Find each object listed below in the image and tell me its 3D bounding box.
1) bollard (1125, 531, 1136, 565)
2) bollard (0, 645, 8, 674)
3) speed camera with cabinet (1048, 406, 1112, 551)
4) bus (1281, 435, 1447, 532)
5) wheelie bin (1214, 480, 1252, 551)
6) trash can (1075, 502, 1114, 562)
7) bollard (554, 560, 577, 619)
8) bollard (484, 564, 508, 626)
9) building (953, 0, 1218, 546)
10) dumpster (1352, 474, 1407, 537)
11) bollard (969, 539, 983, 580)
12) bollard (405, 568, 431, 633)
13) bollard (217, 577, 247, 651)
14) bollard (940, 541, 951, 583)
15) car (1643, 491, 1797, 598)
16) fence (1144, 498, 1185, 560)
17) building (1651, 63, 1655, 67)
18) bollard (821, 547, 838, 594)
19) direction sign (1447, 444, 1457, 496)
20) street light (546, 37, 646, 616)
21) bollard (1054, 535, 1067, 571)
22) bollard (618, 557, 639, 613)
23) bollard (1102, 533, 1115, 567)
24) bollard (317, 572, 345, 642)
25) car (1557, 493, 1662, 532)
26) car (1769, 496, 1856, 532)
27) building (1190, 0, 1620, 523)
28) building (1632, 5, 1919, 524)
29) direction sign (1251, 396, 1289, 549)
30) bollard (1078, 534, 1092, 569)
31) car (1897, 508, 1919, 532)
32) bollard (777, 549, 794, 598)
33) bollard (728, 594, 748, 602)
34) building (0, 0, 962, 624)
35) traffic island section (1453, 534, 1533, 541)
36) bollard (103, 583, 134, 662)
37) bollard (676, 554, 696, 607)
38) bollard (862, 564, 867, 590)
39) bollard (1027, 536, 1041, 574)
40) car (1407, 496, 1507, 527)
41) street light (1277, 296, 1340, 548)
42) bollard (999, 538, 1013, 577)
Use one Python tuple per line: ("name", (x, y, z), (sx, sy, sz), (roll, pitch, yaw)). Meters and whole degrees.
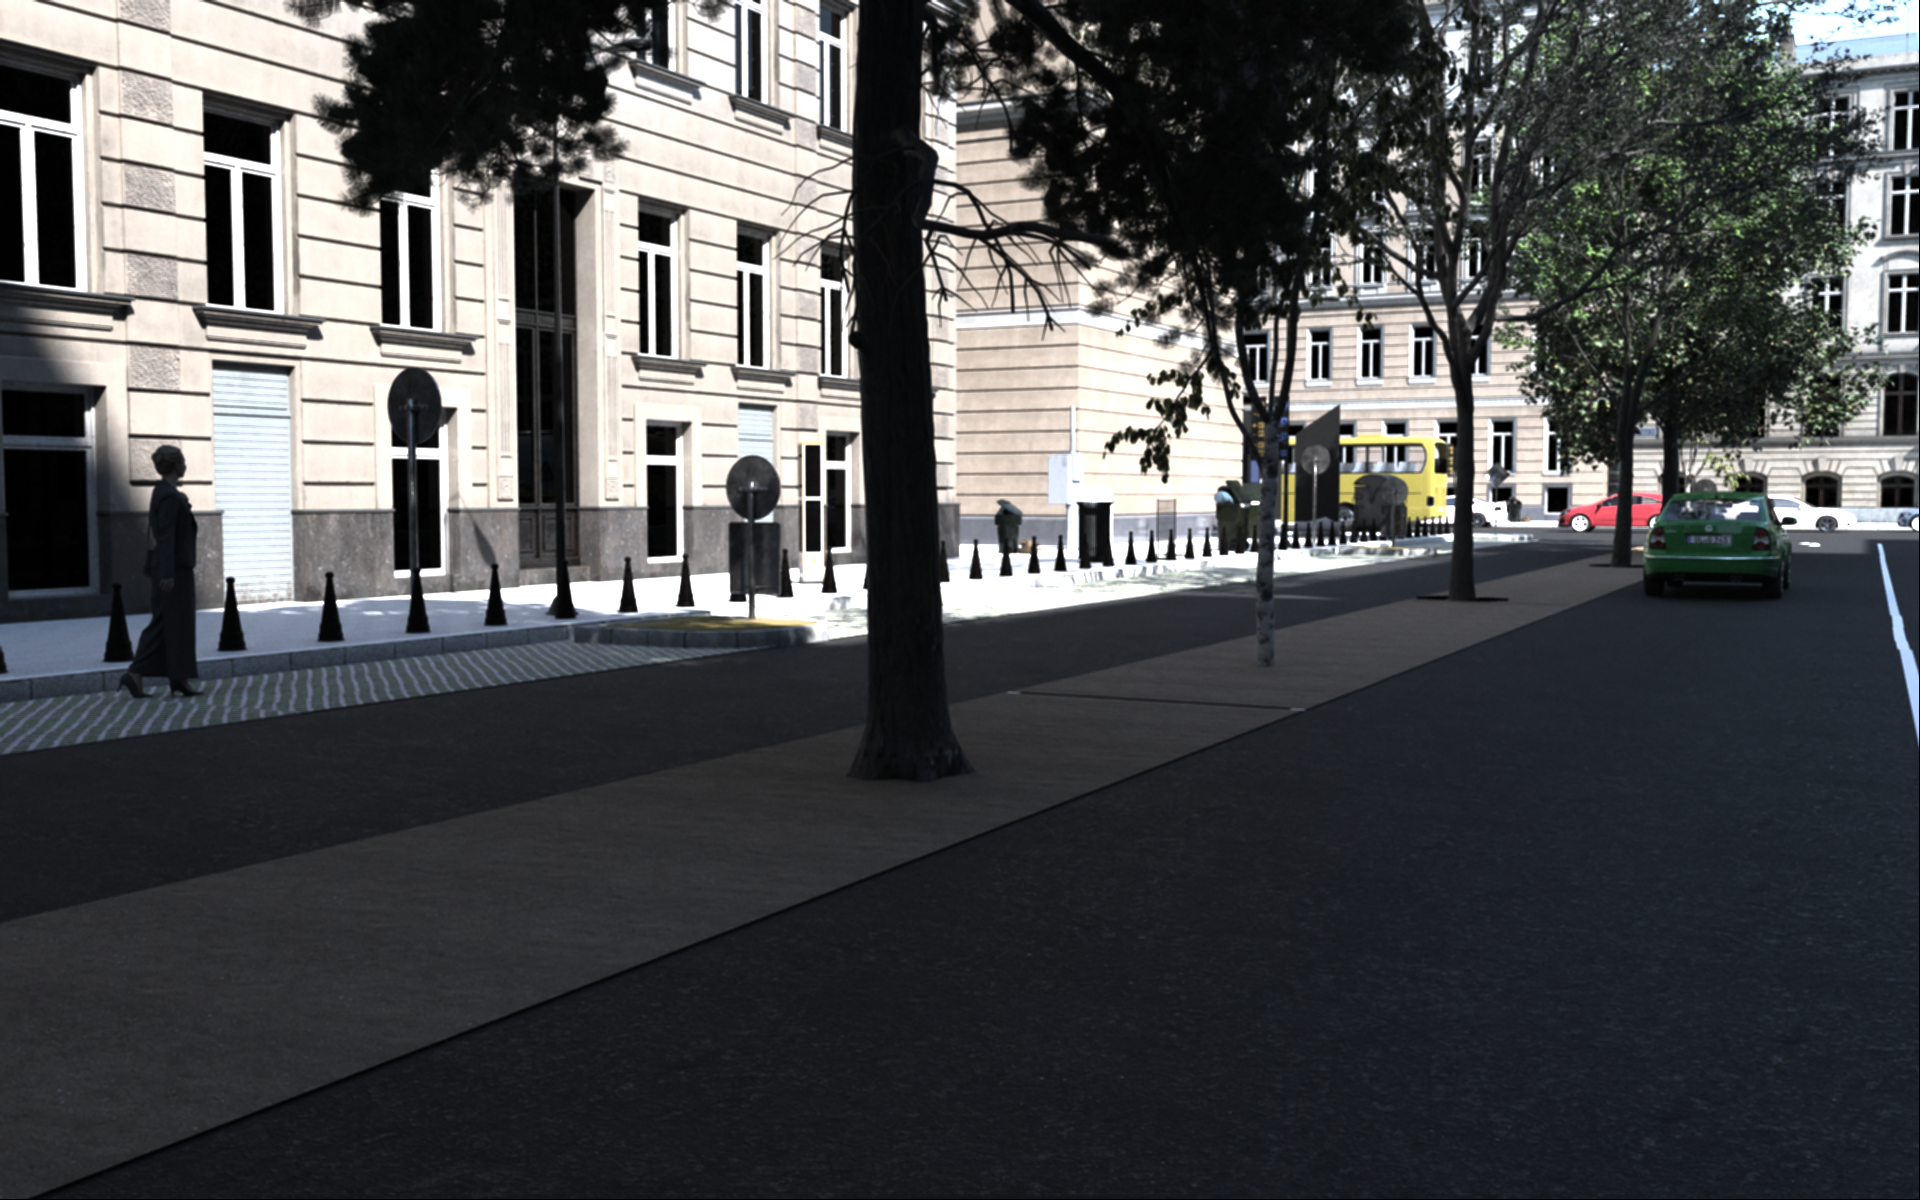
("bollard", (3.116, -0.950, 31.582), (0.229, 0.601, 0.229), (0, 3, 0))
("bollard", (-6.945, 0.224, 12.386), (0.229, 0.601, 0.229), (0, 3, 0))
("speed camera with cabinet", (2.766, -2.774, 39.685), (0.660, 3.252, 2.038), (2, 4, 34))
("bus", (12.672, -4.678, 68.039), (12.252, 3.916, 2.896), (2, 4, 27))
("wheelie bin", (6.151, -1.915, 39.217), (0.693, 1.594, 0.980), (2, 4, 33))
("trash can", (2.544, -1.291, 32.764), (0.748, 1.137, 0.748), (0, 3, 0))
("bollard", (-4.074, -0.112, 17.866), (0.229, 0.601, 0.229), (0, 3, 0))
("bollard", (-4.550, -0.056, 16.957), (0.229, 0.601, 0.229), (0, 3, 0))
("building", (-2.688, -16.252, 51.628), (20.117, 28.700, 13.634), (2, 4, 28))
("dumpster", (12.400, -2.781, 51.230), (1.264, 1.857, 1.865), (2, 4, 27))
("bollard", (0.239, -0.615, 26.093), (0.229, 0.601, 0.229), (0, 3, 0))
("bollard", (-5.026, 0.000, 16.047), (0.229, 0.601, 0.229), (0, 3, 0))
("bollard", (-5.985, 0.111, 14.225), (0.229, 0.601, 0.229), (0, 3, 0))
("bollard", (-0.245, -0.558, 25.164), (0.229, 0.601, 0.229), (0, 3, 0))
("car", (11.151, -1.013, 25.365), (1.959, 1.807, 4.718), (2, 4, 28))
("fence", (4.148, -1.442, 34.775), (0.480, 1.192, 2.264), (1, 4, 16))
("building", (64.060, -31.903, 171.732), (14.600, 45.320, 14.200), (2, 4, 28))
("bollard", (-1.692, -0.390, 22.416), (0.229, 0.601, 0.229), (0, 3, 0))
("direction sign", (22.322, -5.272, 78.194), (0.876, 3.537, 0.379), (-2, 4, -30))
("street light", (-3.764, -2.782, 18.024), (1.470, 5.913, 1.316), (2, 4, 28))
("bollard", (1.672, -0.782, 28.821), (0.229, 0.601, 0.229), (0, 3, 0))
("bollard", (-3.597, -0.167, 18.777), (0.229, 0.601, 0.229), (0, 3, 0))
("bollard", (2.629, -0.893, 30.649), (0.229, 0.601, 0.229), (0, 3, 0))
("bollard", (-5.504, 0.055, 15.138), (0.229, 0.601, 0.229), (0, 3, 0))
("car", (24.830, -3.430, 65.126), (4.494, 1.783, 2.155), (2, 4, 28))
("car", (31.530, -3.292, 66.181), (4.827, 1.381, 2.083), (2, 4, 28))
("building", (23.973, -18.536, 88.966), (20.117, 28.700, 13.634), (2, 4, 28))
("building", (48.185, -15.728, 76.244), (34.723, 24.649, 14.460), (2, 4, 28))
("direction sign", (7.189, -2.950, 40.226), (0.876, 3.537, 0.379), (1, 4, 21))
("bollard", (2.148, -0.838, 29.741), (0.229, 0.601, 0.229), (0, 3, 0))
("car", (38.133, -3.288, 65.758), (4.499, 1.417, 2.014), (2, 4, 28))
("bollard", (-2.169, -0.334, 21.507), (0.229, 0.601, 0.229), (0, 3, 0))
("bollard", (-2.640, -0.278, 20.594), (0.229, 0.601, 0.229), (0, 3, 0))
("building", (-10.615, -14.002, 26.189), (12.463, 27.353, 25.104), (2, 4, 28))
("traffic island section", (16.746, -1.955, 54.237), (2.009, 0.180, 2.903), (2, 4, 28))
("bollard", (-6.467, 0.168, 13.303), (0.229, 0.601, 0.229), (0, 3, 0))
("bollard", (-3.119, -0.223, 19.686), (0.229, 0.601, 0.229), (0, 3, 0))
("bollard", (-1.207, -0.446, 23.340), (0.229, 0.601, 0.229), (0, 3, 0))
("bollard", (1.194, -0.726, 27.912), (0.229, 0.601, 0.229), (0, 3, 0))
("car", (21.487, -3.892, 76.000), (4.827, 1.381, 2.083), (2, 4, 26))
("street light", (8.258, -4.187, 40.995), (1.470, 5.913, 1.316), (2, 4, 28))
("bollard", (0.720, -0.670, 27.001), (0.229, 0.601, 0.229), (0, 3, 0))
